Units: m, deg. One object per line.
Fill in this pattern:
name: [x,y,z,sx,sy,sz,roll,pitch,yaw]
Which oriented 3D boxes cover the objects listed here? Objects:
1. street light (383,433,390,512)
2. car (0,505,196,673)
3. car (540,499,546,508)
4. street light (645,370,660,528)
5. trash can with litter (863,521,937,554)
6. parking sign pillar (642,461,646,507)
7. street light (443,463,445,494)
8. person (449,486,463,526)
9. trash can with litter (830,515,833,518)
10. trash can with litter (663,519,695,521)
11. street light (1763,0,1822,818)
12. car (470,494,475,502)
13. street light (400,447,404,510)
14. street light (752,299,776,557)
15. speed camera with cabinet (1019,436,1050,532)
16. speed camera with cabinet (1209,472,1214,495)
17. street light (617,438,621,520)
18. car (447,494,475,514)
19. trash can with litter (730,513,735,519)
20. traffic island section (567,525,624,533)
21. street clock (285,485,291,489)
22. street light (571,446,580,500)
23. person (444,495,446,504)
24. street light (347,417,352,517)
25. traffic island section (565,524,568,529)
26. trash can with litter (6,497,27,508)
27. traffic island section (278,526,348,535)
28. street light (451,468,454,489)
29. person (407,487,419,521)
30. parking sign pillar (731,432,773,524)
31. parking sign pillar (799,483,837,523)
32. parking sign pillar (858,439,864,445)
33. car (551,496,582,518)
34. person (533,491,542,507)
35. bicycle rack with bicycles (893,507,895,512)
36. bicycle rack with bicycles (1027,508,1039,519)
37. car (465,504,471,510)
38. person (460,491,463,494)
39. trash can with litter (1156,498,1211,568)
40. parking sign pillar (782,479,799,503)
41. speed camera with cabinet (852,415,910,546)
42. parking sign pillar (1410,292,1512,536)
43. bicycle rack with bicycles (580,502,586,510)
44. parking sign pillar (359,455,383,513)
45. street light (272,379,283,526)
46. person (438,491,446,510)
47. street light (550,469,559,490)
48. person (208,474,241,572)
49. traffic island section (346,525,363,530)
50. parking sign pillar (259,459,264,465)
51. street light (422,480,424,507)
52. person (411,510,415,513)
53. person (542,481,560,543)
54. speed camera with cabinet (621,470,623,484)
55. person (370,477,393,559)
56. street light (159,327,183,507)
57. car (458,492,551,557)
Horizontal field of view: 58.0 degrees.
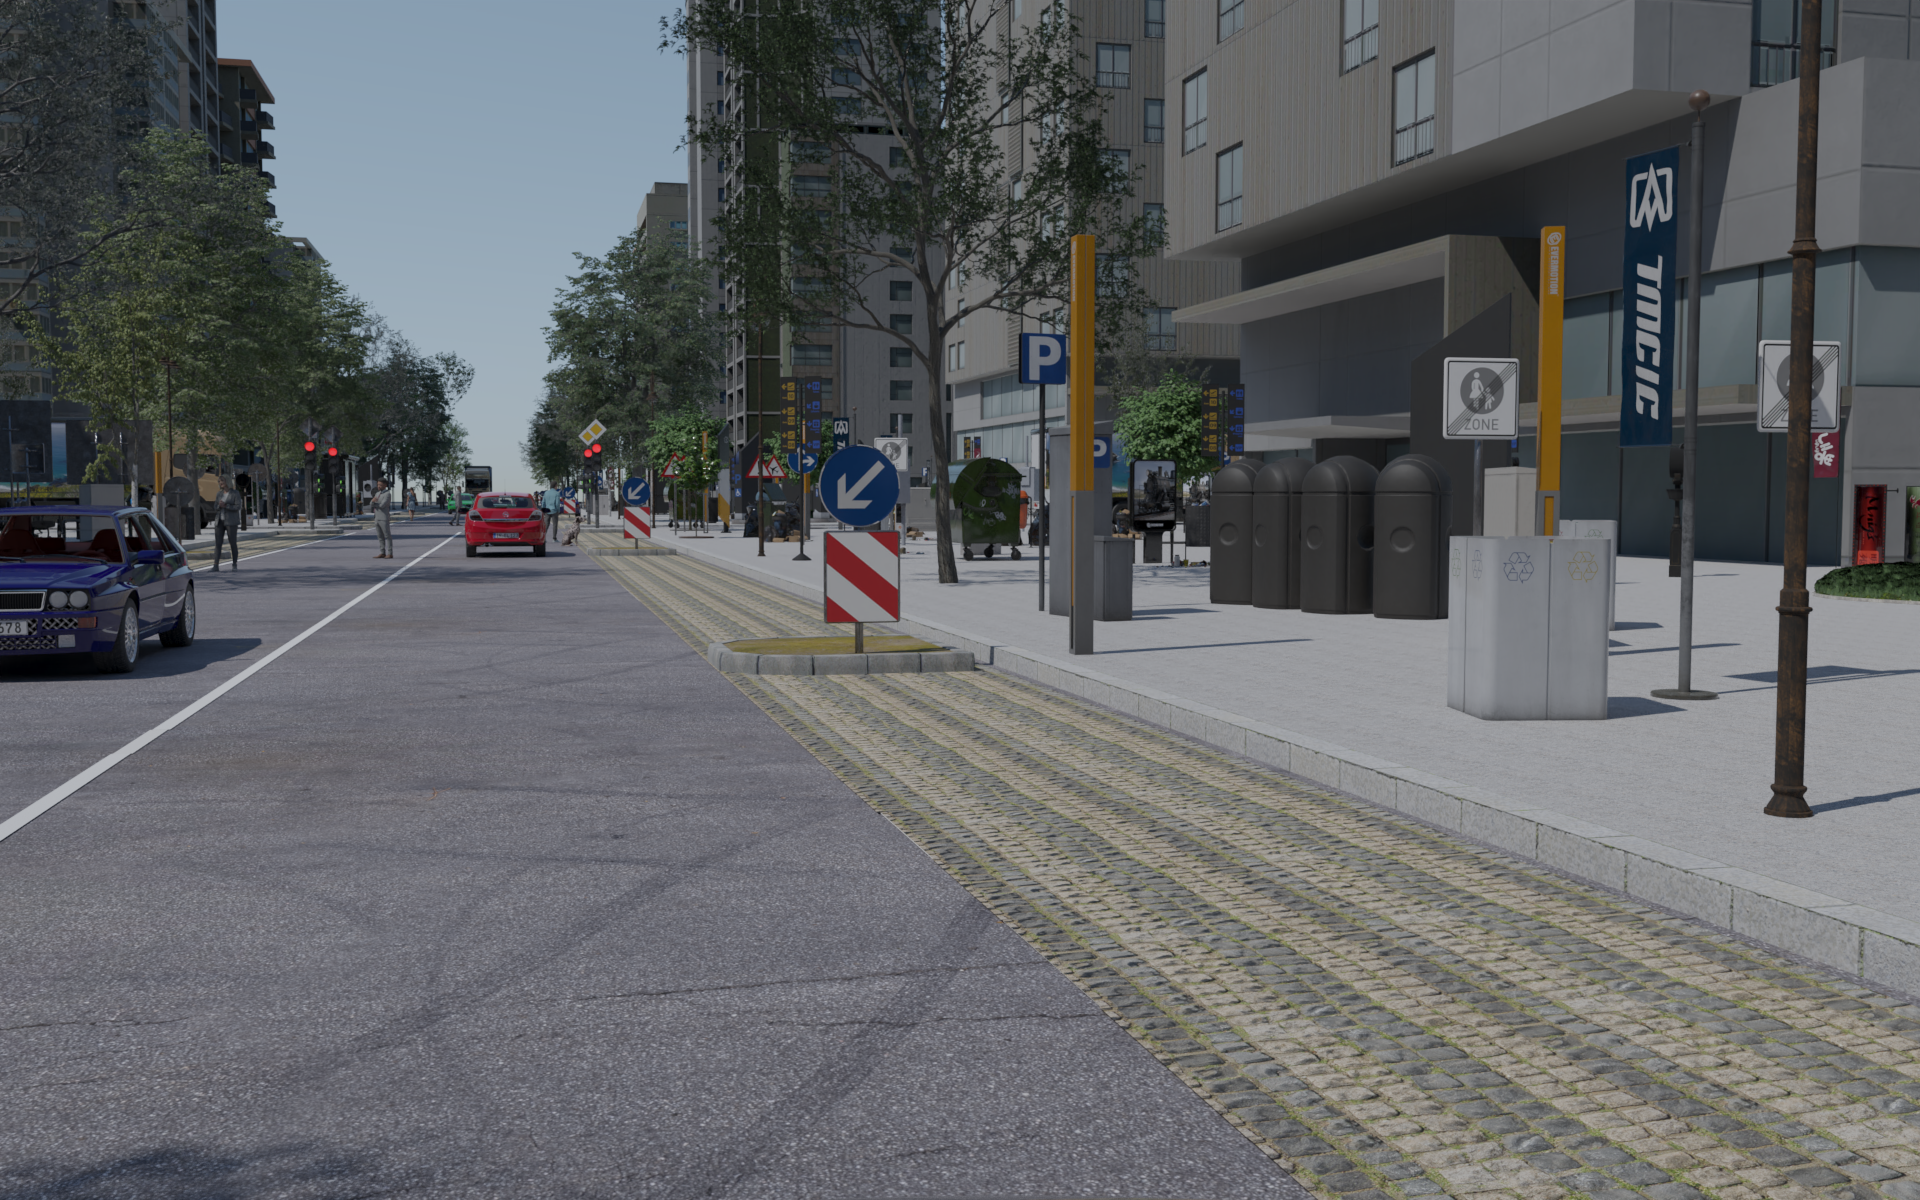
street light: [-42.012,-9.444,127.197,0.468,5.910,1.993,-1,4,-14]
car: [-7.772,-0.140,14.863,1.945,1.354,3.894,-1,4,-14]
car: [-35.690,-8.476,151.160,1.945,1.354,3.894,-1,4,-14]
street light: [-11.433,-5.609,64.488,0.468,5.910,1.993,-1,4,-14]
trash can with litter: [-1.725,-1.614,37.440,1.678,1.210,2.233,-3,5,-44]
parking sign pillar: [-21.660,-7.970,118.774,1.447,3.967,1.447,0,4,5]
street light: [-66.801,-15.392,224.439,0.468,5.910,1.993,-1,4,-14]
person: [-22.620,-4.250,78.111,0.853,1.813,0.709,-3,4,-36]
trash can with litter: [-7.000,-5.333,98.580,0.624,1.170,1.055,0,4,6]
trash can with litter: [-13.521,-4.466,84.069,2.233,1.210,1.678,-3,4,-37]
street light: [3.317,-2.078,6.758,0.468,5.910,1.993,-1,4,-14]
car: [-42.247,-8.329,148.178,2.014,1.417,4.499,-1,4,-13]
street light: [-46.306,-10.463,143.850,0.468,5.910,1.993,-1,4,-14]
street light: [-4.084,-3.833,35.458,0.468,5.910,1.993,-1,4,-14]
speed camera with cabinet: [2.951,-3.929,58.573,2.038,3.252,0.660,2,4,33]
speed camera with cabinet: [9.614,-4.528,68.370,0.660,3.252,2.038,1,4,18]
street light: [-17.188,-6.996,87.165,0.468,5.910,1.993,-1,4,-14]
car: [-35.510,-7.001,123.258,1.959,1.807,4.718,-1,4,-15]
trash can with litter: [-11.349,-4.738,88.854,1.055,1.170,0.624,-1,4,-13]
traffic island section: [-13.547,-2.601,64.811,2.009,0.180,2.903,-1,4,-14]
street clock: [-51.907,-7.908,133.870,0.358,2.002,0.471,0,4,4]
street light: [-32.134,-10.557,145.397,0.468,5.910,1.993,-1,4,-14]
person: [-47.756,-9.073,160.071,0.599,1.433,0.991,0,4,-2]
street light: [-34.675,-7.682,98.387,0.468,5.910,1.993,-1,4,-14]
traffic island section: [-15.519,-3.075,72.550,2.009,0.180,2.903,-1,4,-14]
trash can with litter: [-26.419,-2.337,49.275,1.678,1.210,2.233,-1,4,-12]
traffic island section: [-23.328,-2.450,62.332,2.009,0.180,2.903,-1,4,-14]
street light: [-74.189,-17.151,253.212,0.468,5.910,1.993,-1,4,-14]
person: [-28.762,-5.040,90.990,0.616,1.811,0.778,-1,4,-20]
parking sign pillar: [-9.070,-5.236,74.074,1.447,3.967,1.447,2,4,34]
parking sign pillar: [-6.238,-5.465,77.831,1.447,3.967,1.447,-1,4,-20]
parking sign pillar: [-4.522,-5.957,85.874,1.447,3.967,1.447,2,4,32]
car: [-23.683,-5.589,103.961,1.945,1.354,3.894,-1,4,-14]
person: [-37.735,-8.886,154.503,1.217,1.735,0.721,0,4,5]
bicycle rack with bicycles: [-4.068,-5.013,95.351,2.852,0.926,2.925,1,4,10]
bicycle rack with bicycles: [3.809,-4.046,79.536,2.925,0.926,2.852,-3,4,-38]
car: [-16.694,-3.086,62.261,2.131,1.459,4.920,-1,4,-15]
person: [-39.374,-7.820,136.454,0.694,1.812,0.767,-3,4,-38]
trash can with litter: [4.631,-1.196,30.610,2.233,1.210,1.678,1,4,10]
parking sign pillar: [-10.204,-7.189,106.019,1.447,3.967,1.447,0,4,7]
speed camera with cabinet: [-2.013,-3.021,43.725,0.660,3.252,2.038,-2,4,-33]
parking sign pillar: [6.840,-2.153,23.668,1.447,3.967,1.447,2,4,25]
bicycle rack with bicycles: [-29.397,-7.724,139.674,2.925,0.926,2.852,-3,5,-40]
parking sign pillar: [-40.647,-7.988,119.074,1.447,3.967,1.447,-1,4,-18]
street light: [-27.413,-5.924,69.652,0.468,5.910,1.993,-1,4,-14]
person: [-47.172,-9.085,157.589,0.434,1.755,0.990,2,4,29]
street light: [-56.697,-16.485,242.311,0.468,5.910,1.993,-1,4,-14]
person: [-13.574,-1.429,32.048,0.537,1.800,0.526,1,4,16]
traffic island section: [-25.300,-2.923,70.070,2.009,0.180,2.903,-1,4,-14]
parking sign pillar: [-52.980,-8.694,130.615,1.447,3.967,1.447,1,4,9]
street light: [-53.738,-12.261,173.246,0.468,5.910,1.993,-1,4,-14]
person: [-40.993,-7.411,129.773,0.635,1.810,0.391,2,4,31]
person: [-12.121,-2.612,51.228,0.660,1.820,0.620,1,4,18]
speed camera with cabinet: [-27.349,-9.090,142.965,0.660,3.252,2.038,-3,5,-43]
person: [-12.866,-1.820,38.445,0.511,1.800,0.466,2,4,24]
street light: [-21.923,-4.605,48.083,0.468,5.910,1.993,-1,4,-14]
car: [-10.724,-1.943,40.811,2.155,1.783,4.494,-1,4,-15]
